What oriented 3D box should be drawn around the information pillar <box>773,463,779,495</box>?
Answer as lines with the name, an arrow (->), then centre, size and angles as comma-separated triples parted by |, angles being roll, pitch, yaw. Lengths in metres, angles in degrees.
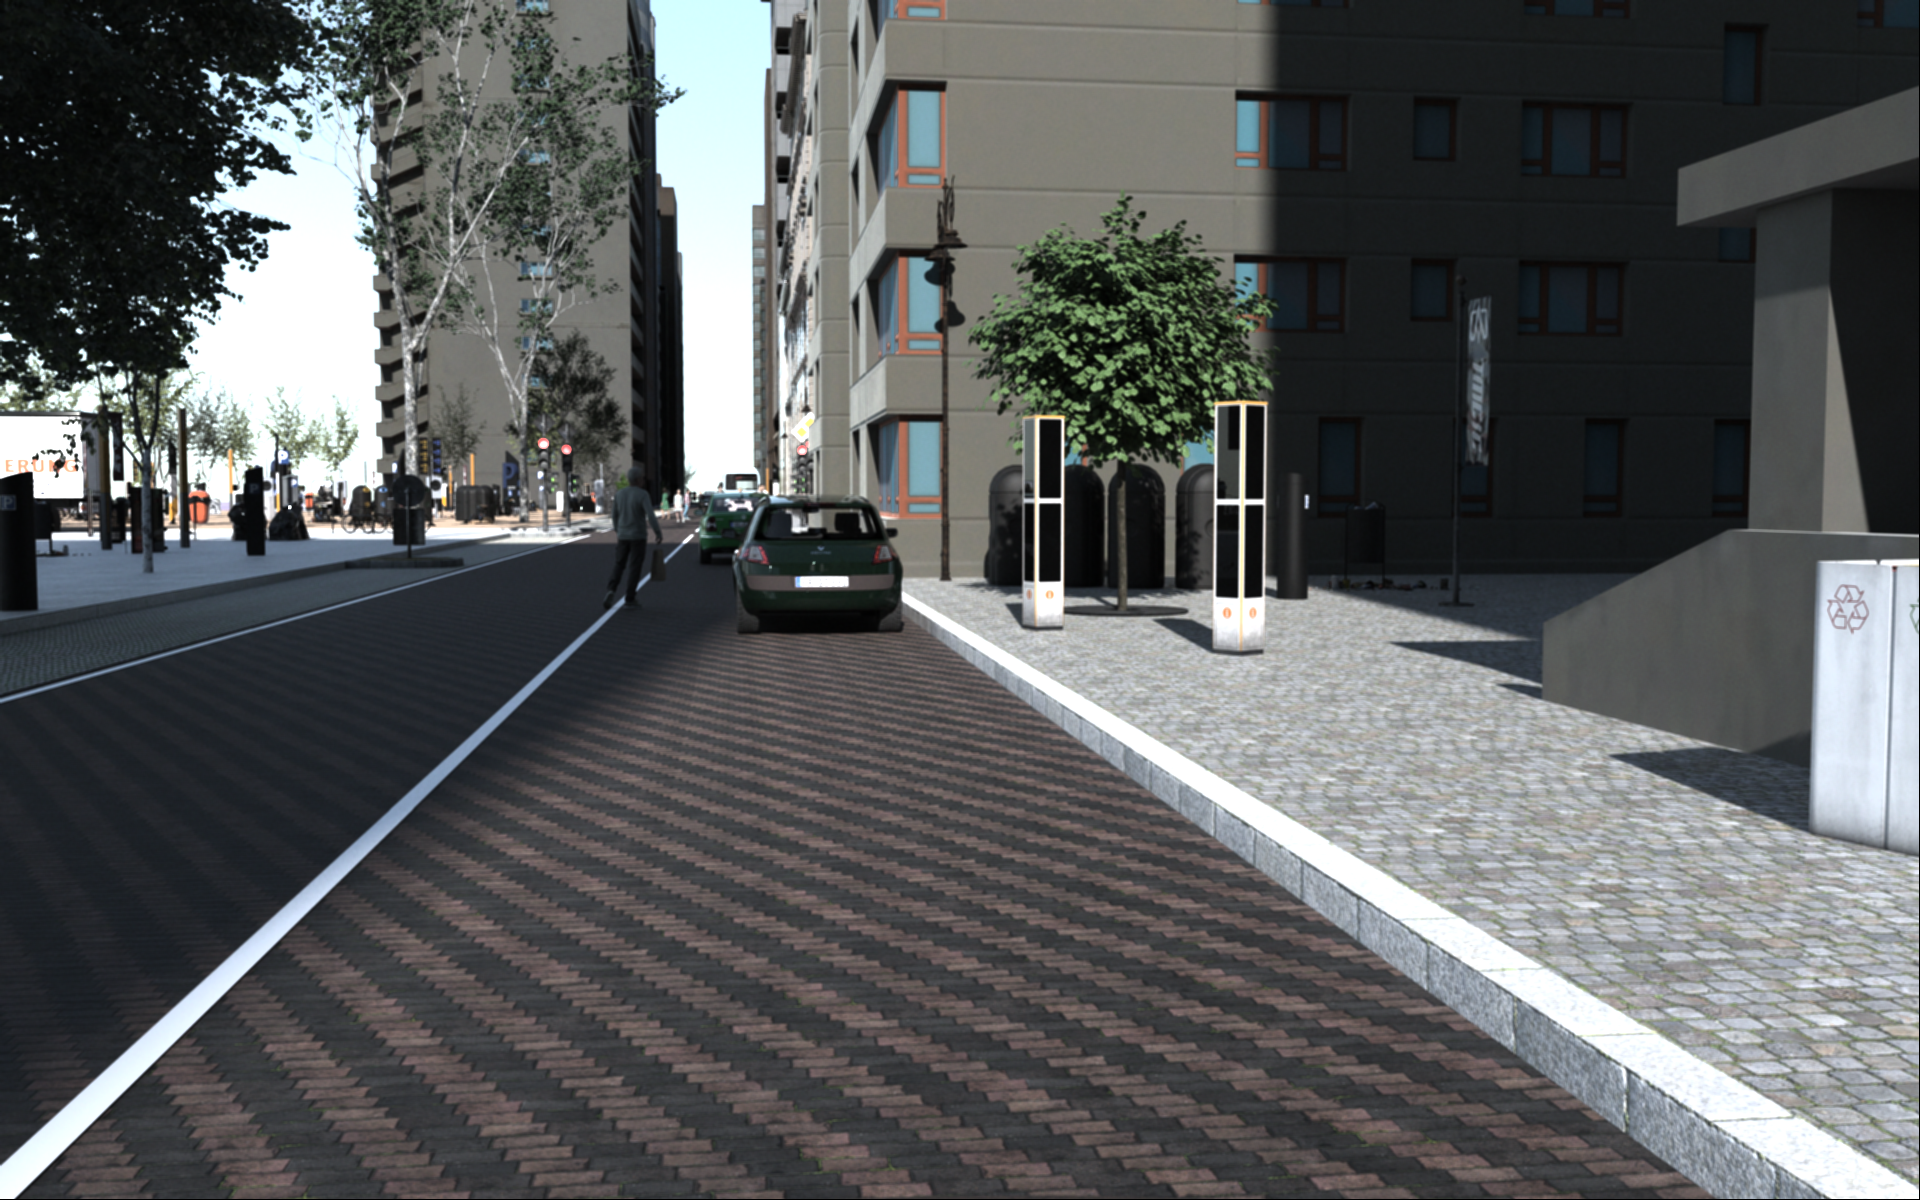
information pillar -> -13.713, -8.418, 128.993 | 0.504, 3.616, 0.183 | 2, 4, 26

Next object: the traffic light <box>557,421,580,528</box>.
traffic light -> -15.010, -4.735, 66.335 | 0.839, 4.253, 0.868 | 0, 4, -7

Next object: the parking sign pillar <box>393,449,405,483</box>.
parking sign pillar -> -33.131, -6.964, 102.332 | 1.447, 3.967, 1.447 | 0, 4, -5

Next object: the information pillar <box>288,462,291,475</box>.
information pillar -> -48.938, -8.246, 126.180 | 0.183, 3.616, 0.504 | 3, 5, 41

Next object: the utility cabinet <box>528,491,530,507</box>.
utility cabinet -> -35.179, -7.986, 139.257 | 1.173, 1.500, 0.318 | 1, 4, 16

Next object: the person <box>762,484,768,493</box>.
person -> -8.197, -3.883, 72.085 | 0.679, 1.850, 0.850 | 3, 4, 37

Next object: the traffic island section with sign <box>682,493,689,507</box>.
traffic island section with sign -> -31.259, -11.190, 191.591 | 1.989, 1.847, 2.006 | 0, 4, -7

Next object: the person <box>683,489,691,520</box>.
person -> -15.402, -5.392, 97.493 | 0.643, 1.720, 0.563 | -2, 4, -24

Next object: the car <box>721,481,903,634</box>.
car -> -1.640, -0.576, 19.205 | 2.009, 1.686, 4.222 | 0, 4, -8

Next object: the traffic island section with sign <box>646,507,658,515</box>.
traffic island section with sign -> -21.467, -6.562, 115.913 | 1.989, 1.847, 2.006 | 0, 4, -7

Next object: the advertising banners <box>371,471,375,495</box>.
advertising banners -> -44.673, -8.251, 131.087 | 0.090, 3.025, 2.074 | -3, 5, -41

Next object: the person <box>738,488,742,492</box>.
person -> -12.743, -5.607, 100.533 | 0.624, 1.780, 0.694 | 2, 4, 32

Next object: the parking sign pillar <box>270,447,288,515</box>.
parking sign pillar -> -38.559, -6.702, 98.045 | 1.447, 3.967, 1.447 | 0, 4, 4

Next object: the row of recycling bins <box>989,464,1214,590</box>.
row of recycling bins -> 2.060, -1.032, 23.978 | 3.534, 1.692, 1.069 | 1, 4, 21

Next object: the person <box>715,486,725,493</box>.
person -> -11.712, -4.706, 85.244 | 0.655, 1.846, 0.447 | -3, 4, -39

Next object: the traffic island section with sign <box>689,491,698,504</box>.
traffic island section with sign -> -38.429, -14.576, 246.946 | 1.989, 1.847, 2.006 | 0, 4, -7

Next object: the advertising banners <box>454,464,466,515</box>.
advertising banners -> -29.302, -6.446, 101.583 | 0.090, 3.025, 2.074 | -2, 4, -35

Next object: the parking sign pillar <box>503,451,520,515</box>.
parking sign pillar -> -27.785, -7.280, 107.504 | 1.447, 3.967, 1.447 | 2, 4, 34

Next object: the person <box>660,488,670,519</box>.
person -> -16.805, -5.502, 98.710 | 0.529, 1.795, 0.600 | 1, 4, 9

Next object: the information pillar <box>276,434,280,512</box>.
information pillar -> -26.446, -4.636, 67.153 | 0.183, 3.616, 0.504 | -1, 4, -18

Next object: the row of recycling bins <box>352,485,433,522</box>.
row of recycling bins -> -26.356, -4.483, 80.408 | 3.534, 1.692, 1.069 | -1, 4, -22

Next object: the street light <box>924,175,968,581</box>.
street light -> -0.214, -3.224, 25.494 | 0.468, 5.910, 1.993 | 0, 4, -7

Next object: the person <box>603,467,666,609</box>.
person -> -4.039, -0.774, 21.633 | 0.782, 1.767, 0.515 | 1, 4, 22

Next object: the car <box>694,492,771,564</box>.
car -> -4.693, -1.726, 37.022 | 1.959, 1.807, 4.718 | -1, 4, -9

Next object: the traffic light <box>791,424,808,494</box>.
traffic light -> -6.175, -4.806, 67.491 | 0.839, 4.253, 0.868 | 0, 4, -7

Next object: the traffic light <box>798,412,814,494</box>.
traffic light -> -5.149, -4.321, 59.572 | 0.839, 4.253, 0.868 | 0, 4, -7

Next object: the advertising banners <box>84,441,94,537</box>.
advertising banners -> -26.238, -3.421, 52.125 | 0.090, 3.025, 2.074 | -1, 4, -22

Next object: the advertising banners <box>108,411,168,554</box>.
advertising banners -> -17.796, -2.525, 37.479 | 0.090, 3.025, 2.074 | 0, 4, 6

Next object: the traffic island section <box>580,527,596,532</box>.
traffic island section -> -15.051, -2.702, 66.465 | 2.009, 0.180, 2.903 | 0, 4, -7

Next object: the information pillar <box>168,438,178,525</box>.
information pillar -> -33.081, -4.981, 72.792 | 0.183, 3.616, 0.504 | 1, 4, 9

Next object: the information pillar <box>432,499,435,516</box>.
information pillar -> -30.616, -5.869, 100.448 | 0.304, 2.012, 0.304 | -2, 4, -25

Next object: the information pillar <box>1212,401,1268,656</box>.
information pillar -> 2.236, -0.572, 13.849 | 0.304, 2.012, 0.304 | -3, 5, -41

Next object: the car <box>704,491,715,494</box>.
car -> -33.280, -13.570, 230.545 | 2.281, 1.827, 5.304 | 0, 4, -8

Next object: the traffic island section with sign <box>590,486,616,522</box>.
traffic island section with sign -> -17.997, -4.927, 89.181 | 1.989, 1.847, 2.006 | 0, 4, -7

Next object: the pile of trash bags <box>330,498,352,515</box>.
pile of trash bags -> -36.781, -5.633, 101.848 | 3.447, 1.369, 1.912 | 0, 4, -5

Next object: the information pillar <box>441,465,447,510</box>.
information pillar -> -41.280, -9.005, 138.591 | 0.504, 3.616, 0.183 | -1, 4, -20

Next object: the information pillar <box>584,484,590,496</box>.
information pillar -> -27.636, -7.571, 128.277 | 0.304, 2.012, 0.304 | 3, 5, 40

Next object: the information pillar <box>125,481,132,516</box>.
information pillar -> -47.749, -5.813, 99.538 | 0.304, 2.012, 0.304 | -2, 4, -34

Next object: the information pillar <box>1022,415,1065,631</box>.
information pillar -> 0.787, -0.726, 16.357 | 0.304, 2.012, 0.304 | -1, 4, -23

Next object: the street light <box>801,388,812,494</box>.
street light -> -6.561, -6.188, 73.969 | 0.468, 5.910, 1.993 | 0, 4, -7

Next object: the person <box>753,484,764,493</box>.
person -> -8.029, -3.709, 69.113 | 0.622, 1.834, 0.822 | -3, 5, -44

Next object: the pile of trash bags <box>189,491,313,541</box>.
pile of trash bags -> -19.954, -2.367, 48.451 | 3.447, 1.369, 1.912 | 0, 4, 6

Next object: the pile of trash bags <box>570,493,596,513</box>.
pile of trash bags -> -25.691, -6.647, 118.426 | 1.912, 1.369, 3.447 | 1, 4, 14

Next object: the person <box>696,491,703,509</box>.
person -> -25.809, -9.930, 171.382 | 0.750, 1.759, 0.617 | -2, 4, -34

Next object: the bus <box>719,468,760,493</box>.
bus -> -16.383, -8.192, 128.799 | 2.948, 3.499, 13.247 | -1, 4, -8

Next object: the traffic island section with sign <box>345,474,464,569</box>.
traffic island section with sign -> -10.866, -1.555, 34.048 | 1.989, 1.847, 2.006 | 0, 4, -7

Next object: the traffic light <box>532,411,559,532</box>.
traffic light -> -13.985, -4.250, 58.416 | 0.839, 4.253, 0.868 | 0, 4, -7

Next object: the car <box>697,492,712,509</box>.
car -> -24.156, -9.542, 165.793 | 2.009, 1.686, 4.222 | -1, 4, -9

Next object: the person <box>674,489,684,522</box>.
person -> -14.372, -4.833, 88.528 | 0.512, 1.701, 0.522 | -1, 4, -20

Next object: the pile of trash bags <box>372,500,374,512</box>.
pile of trash bags -> -44.215, -7.217, 127.744 | 3.447, 1.369, 1.912 | 0, 4, 6

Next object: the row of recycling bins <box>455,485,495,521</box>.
row of recycling bins -> -22.980, -4.573, 81.880 | 1.069, 1.692, 3.534 | -2, 4, -35

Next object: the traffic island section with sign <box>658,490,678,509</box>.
traffic island section with sign -> -27.800, -9.555, 164.858 | 1.989, 1.847, 2.006 | 0, 4, -7

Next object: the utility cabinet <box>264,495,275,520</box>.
utility cabinet -> -34.765, -4.631, 86.882 | 1.020, 1.237, 0.306 | 3, 5, 40

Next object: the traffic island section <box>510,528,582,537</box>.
traffic island section -> -14.026, -2.218, 58.546 | 2.009, 0.180, 2.903 | 0, 4, -7
